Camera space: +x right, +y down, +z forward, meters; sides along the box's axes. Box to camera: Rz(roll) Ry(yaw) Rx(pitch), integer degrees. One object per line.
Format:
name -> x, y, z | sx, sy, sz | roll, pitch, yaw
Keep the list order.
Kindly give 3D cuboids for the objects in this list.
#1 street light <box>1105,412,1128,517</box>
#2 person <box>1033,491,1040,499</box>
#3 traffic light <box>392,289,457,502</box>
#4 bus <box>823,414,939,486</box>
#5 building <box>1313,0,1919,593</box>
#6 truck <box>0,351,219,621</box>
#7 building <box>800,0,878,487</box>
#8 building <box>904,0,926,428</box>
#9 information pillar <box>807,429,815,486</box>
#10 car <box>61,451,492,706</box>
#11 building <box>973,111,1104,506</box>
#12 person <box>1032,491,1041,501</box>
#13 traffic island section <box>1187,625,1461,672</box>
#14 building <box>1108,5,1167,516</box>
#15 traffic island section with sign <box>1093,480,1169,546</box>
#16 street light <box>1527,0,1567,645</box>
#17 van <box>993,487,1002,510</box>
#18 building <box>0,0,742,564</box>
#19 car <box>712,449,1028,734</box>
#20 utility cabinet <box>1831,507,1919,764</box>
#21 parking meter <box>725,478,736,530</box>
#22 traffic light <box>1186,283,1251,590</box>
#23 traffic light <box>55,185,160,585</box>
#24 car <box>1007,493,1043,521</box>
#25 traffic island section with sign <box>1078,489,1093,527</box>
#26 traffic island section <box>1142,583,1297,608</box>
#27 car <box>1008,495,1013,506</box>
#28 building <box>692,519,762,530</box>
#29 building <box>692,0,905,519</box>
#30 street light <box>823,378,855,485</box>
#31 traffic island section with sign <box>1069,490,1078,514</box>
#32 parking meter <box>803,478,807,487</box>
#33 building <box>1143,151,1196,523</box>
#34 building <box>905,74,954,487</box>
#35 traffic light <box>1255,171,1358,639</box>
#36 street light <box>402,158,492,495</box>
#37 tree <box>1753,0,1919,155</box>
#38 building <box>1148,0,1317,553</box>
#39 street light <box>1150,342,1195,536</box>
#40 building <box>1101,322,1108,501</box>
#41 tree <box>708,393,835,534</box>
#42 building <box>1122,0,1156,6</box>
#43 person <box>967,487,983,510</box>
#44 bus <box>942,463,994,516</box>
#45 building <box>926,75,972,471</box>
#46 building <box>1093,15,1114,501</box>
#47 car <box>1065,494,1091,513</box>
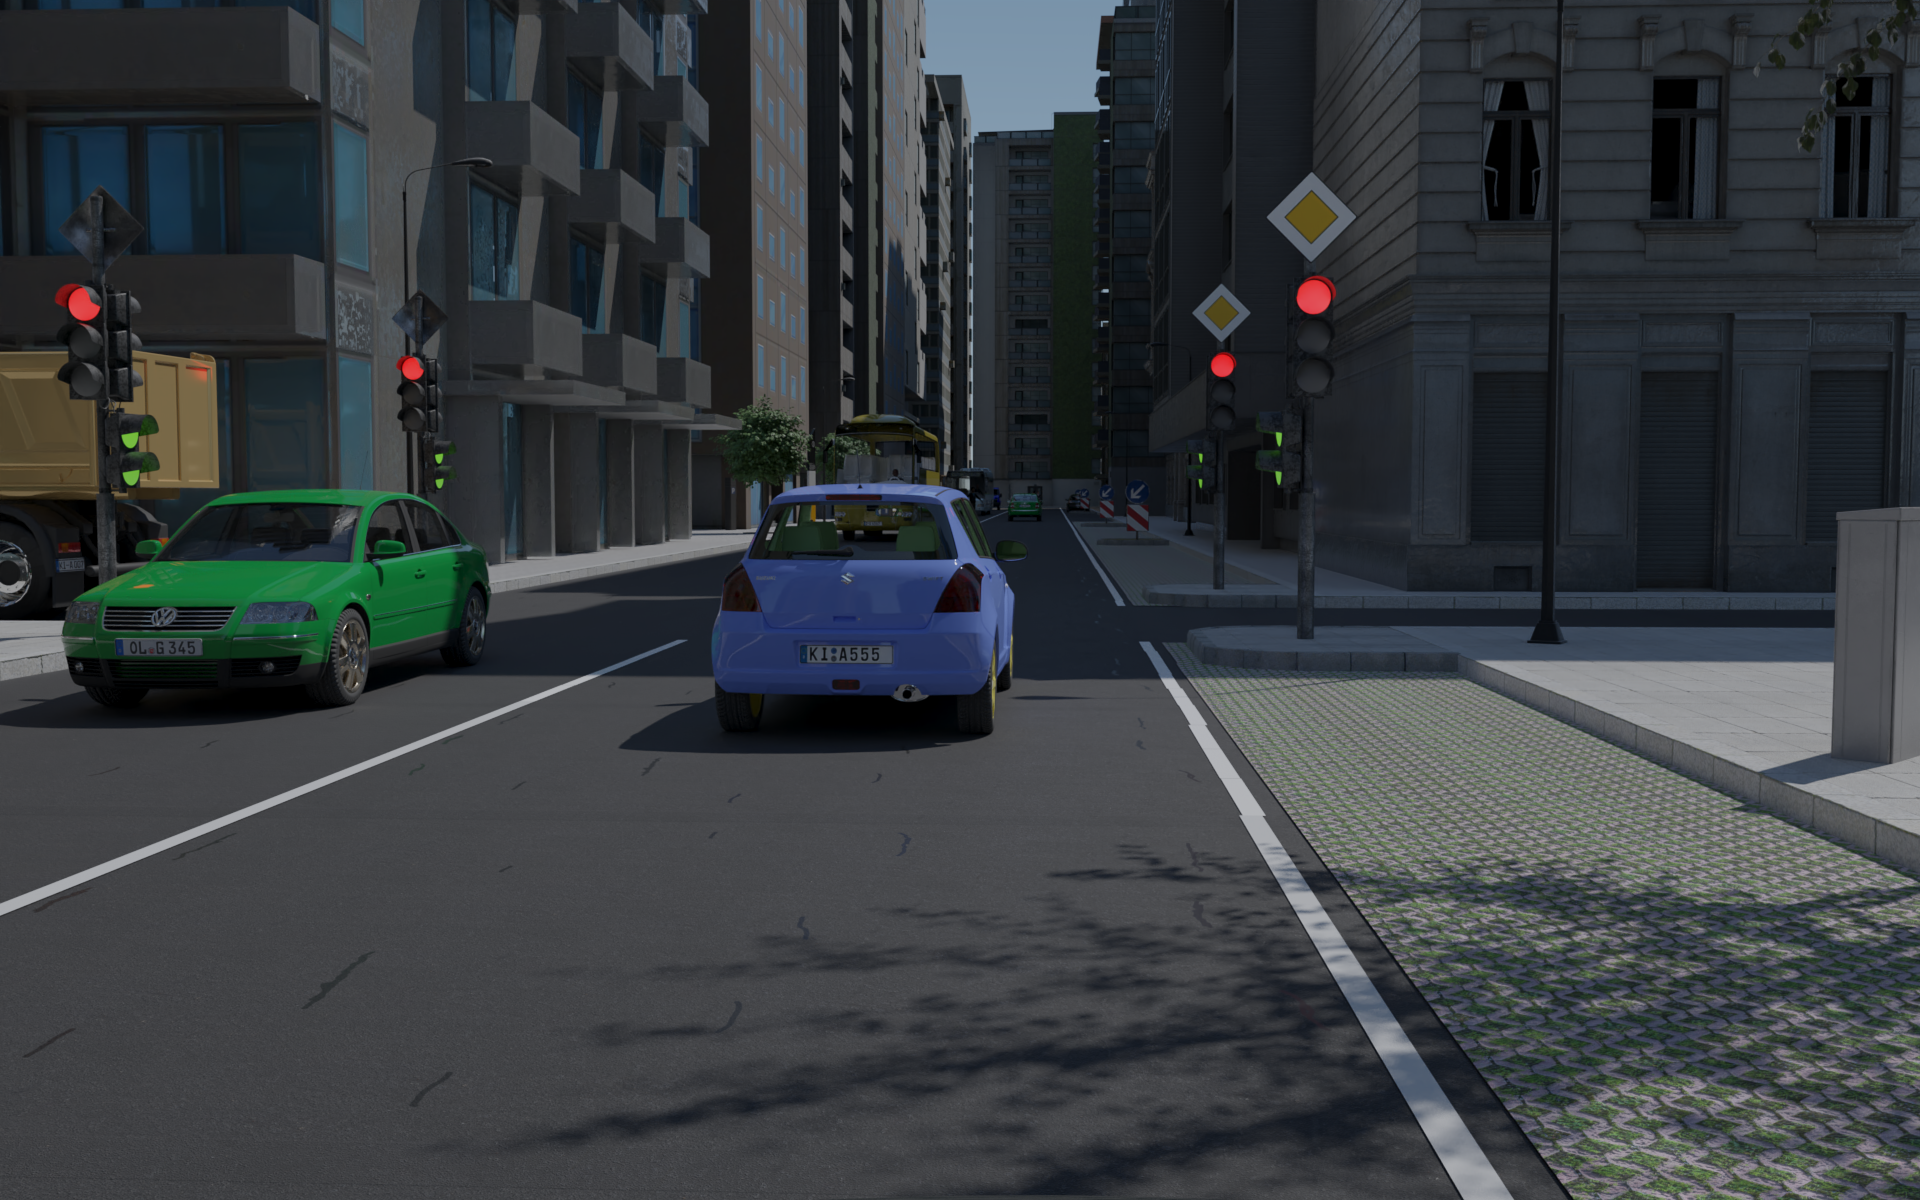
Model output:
street light -> 8.858, -7.646, 97.554 | 1.470, 5.913, 1.316 | 0, 4, 3
person -> 6.705, -8.960, 155.710 | 1.217, 1.736, 0.721 | 2, 4, 27
traffic light -> -7.381, -2.132, 23.774 | 0.839, 4.253, 0.868 | 0, 4, 3
bus -> -2.298, -4.004, 57.009 | 2.896, 3.916, 12.252 | 0, 4, 3
building -> 15.025, -10.836, 26.322 | 18.267, 20.994, 9.793 | 0, 4, 3
truck -> -14.015, -1.499, 20.433 | 9.791, 3.379, 3.469 | 0, 4, 5
building -> -11.994, -19.504, 90.592 | 14.160, 30.474, 14.107 | 0, 4, 3
building -> -16.618, -32.871, 126.675 | 28.713, 52.752, 27.495 | 0, 4, 3
information pillar -> -5.312, -4.319, 61.974 | 0.183, 3.616, 0.504 | 1, 4, 23
car -> -4.955, -0.265, 13.127 | 1.959, 1.807, 4.718 | 0, 4, 1
building -> 8.444, -30.902, 188.849 | 14.086, 41.232, 14.154 | 0, 4, 3
person -> 6.803, -8.816, 153.446 | 0.742, 1.727, 0.445 | -1, 4, -22
traffic island section -> 3.084, 0.423, 15.357 | 2.009, 0.180, 2.903 | 0, 4, 3
building -> 16.166, -20.471, 106.398 | 14.160, 30.474, 14.107 | 0, 4, 3
traffic island section with sign -> 4.860, -2.460, 48.841 | 1.989, 1.847, 2.006 | 0, 4, 3
street light -> 4.527, -2.585, 14.799 | 1.470, 5.913, 1.316 | 0, 4, 3
van -> 2.691, -9.285, 156.191 | 2.240, 2.365, 5.245 | 0, 4, 2
building -> -18.218, -25.583, 37.896 | 23.786, 49.044, 30.456 | 0, 4, 3
car -> -0.523, -0.129, 11.695 | 1.945, 1.707, 3.694 | 0, 4, 4
utility cabinet -> 4.687, 0.154, 8.638 | 1.020, 1.237, 0.306 | -3, 5, -44
parking meter -> -8.136, -3.408, 61.427 | 0.255, 1.863, 0.399 | 2, 4, 27
traffic light -> 3.466, -2.098, 23.220 | 0.839, 4.253, 0.868 | 0, 4, 3
traffic light -> -7.802, -1.644, 15.800 | 0.839, 4.253, 0.868 | 0, 4, 3
car -> 3.458, -5.104, 92.251 | 1.959, 1.807, 4.718 | 0, 4, 2
traffic island section with sign -> 6.286, -4.109, 75.804 | 1.989, 1.847, 2.006 | 0, 4, 3
traffic island section -> 3.505, -0.064, 23.332 | 2.009, 0.180, 2.903 | 0, 4, 3
car -> 4.633, -7.372, 132.893 | 2.083, 1.381, 4.827 | 0, 4, 2
building -> -13.894, -25.565, 68.096 | 14.600, 45.320, 14.200 | 0, 4, 3
building -> -10.889, -27.869, 105.764 | 14.600, 45.320, 14.200 | 0, 4, 3
street light -> -4.900, -5.916, 69.271 | 1.470, 5.913, 1.316 | 0, 4, 3
traffic island section with sign -> 8.878, -7.117, 124.982 | 1.989, 1.847, 2.006 | 0, 4, 3
parking meter -> -5.563, -3.557, 63.866 | 0.399, 1.863, 0.255 | -1, 4, -15
building -> 15.867, -15.963, 80.087 | 14.460, 24.649, 34.723 | 0, 4, 3
building -> -12.805, -28.586, 159.262 | 23.993, 40.220, 32.217 | 0, 4, 3
traffic light -> 3.045, -1.610, 15.246 | 0.839, 4.253, 0.868 | 0, 4, 3
street light -> -7.157, -3.155, 24.118 | 1.470, 5.913, 1.316 | 0, 4, 3
tree -> 4.744, -3.471, 7.106 | 4.360, 8.622, 3.978 | 0, 3, 0
building -> 13.219, -13.993, 47.851 | 14.314, 24.678, 30.058 | 0, 4, 3
street light -> 6.508, -4.930, 53.151 | 1.470, 5.913, 1.316 | 0, 4, 3
building -> 30.524, -21.407, 195.050 | 28.899, 21.520, 27.650 | 0, 4, 3
tree -> -6.460, -4.446, 56.399 | 4.285, 4.588, 4.351 | 0, 3, 0
building -> 23.371, -31.125, 128.502 | 23.786, 49.044, 30.456 | 0, 4, 3
person -> 0.763, -5.698, 101.299 | 1.348, 1.869, 0.705 | -3, 4, -36
bus -> 0.717, -7.567, 118.581 | 2.948, 3.499, 13.247 | 0, 4, 4
building -> -9.739, -34.835, 193.255 | 21.600, 48.544, 21.300 | 0, 4, 3
building -> 23.447, -30.817, 158.481 | 22.147, 44.769, 28.867 | 0, 4, 3
car -> 9.158, -7.616, 134.311 | 2.009, 1.686, 4.222 | 0, 4, 2
